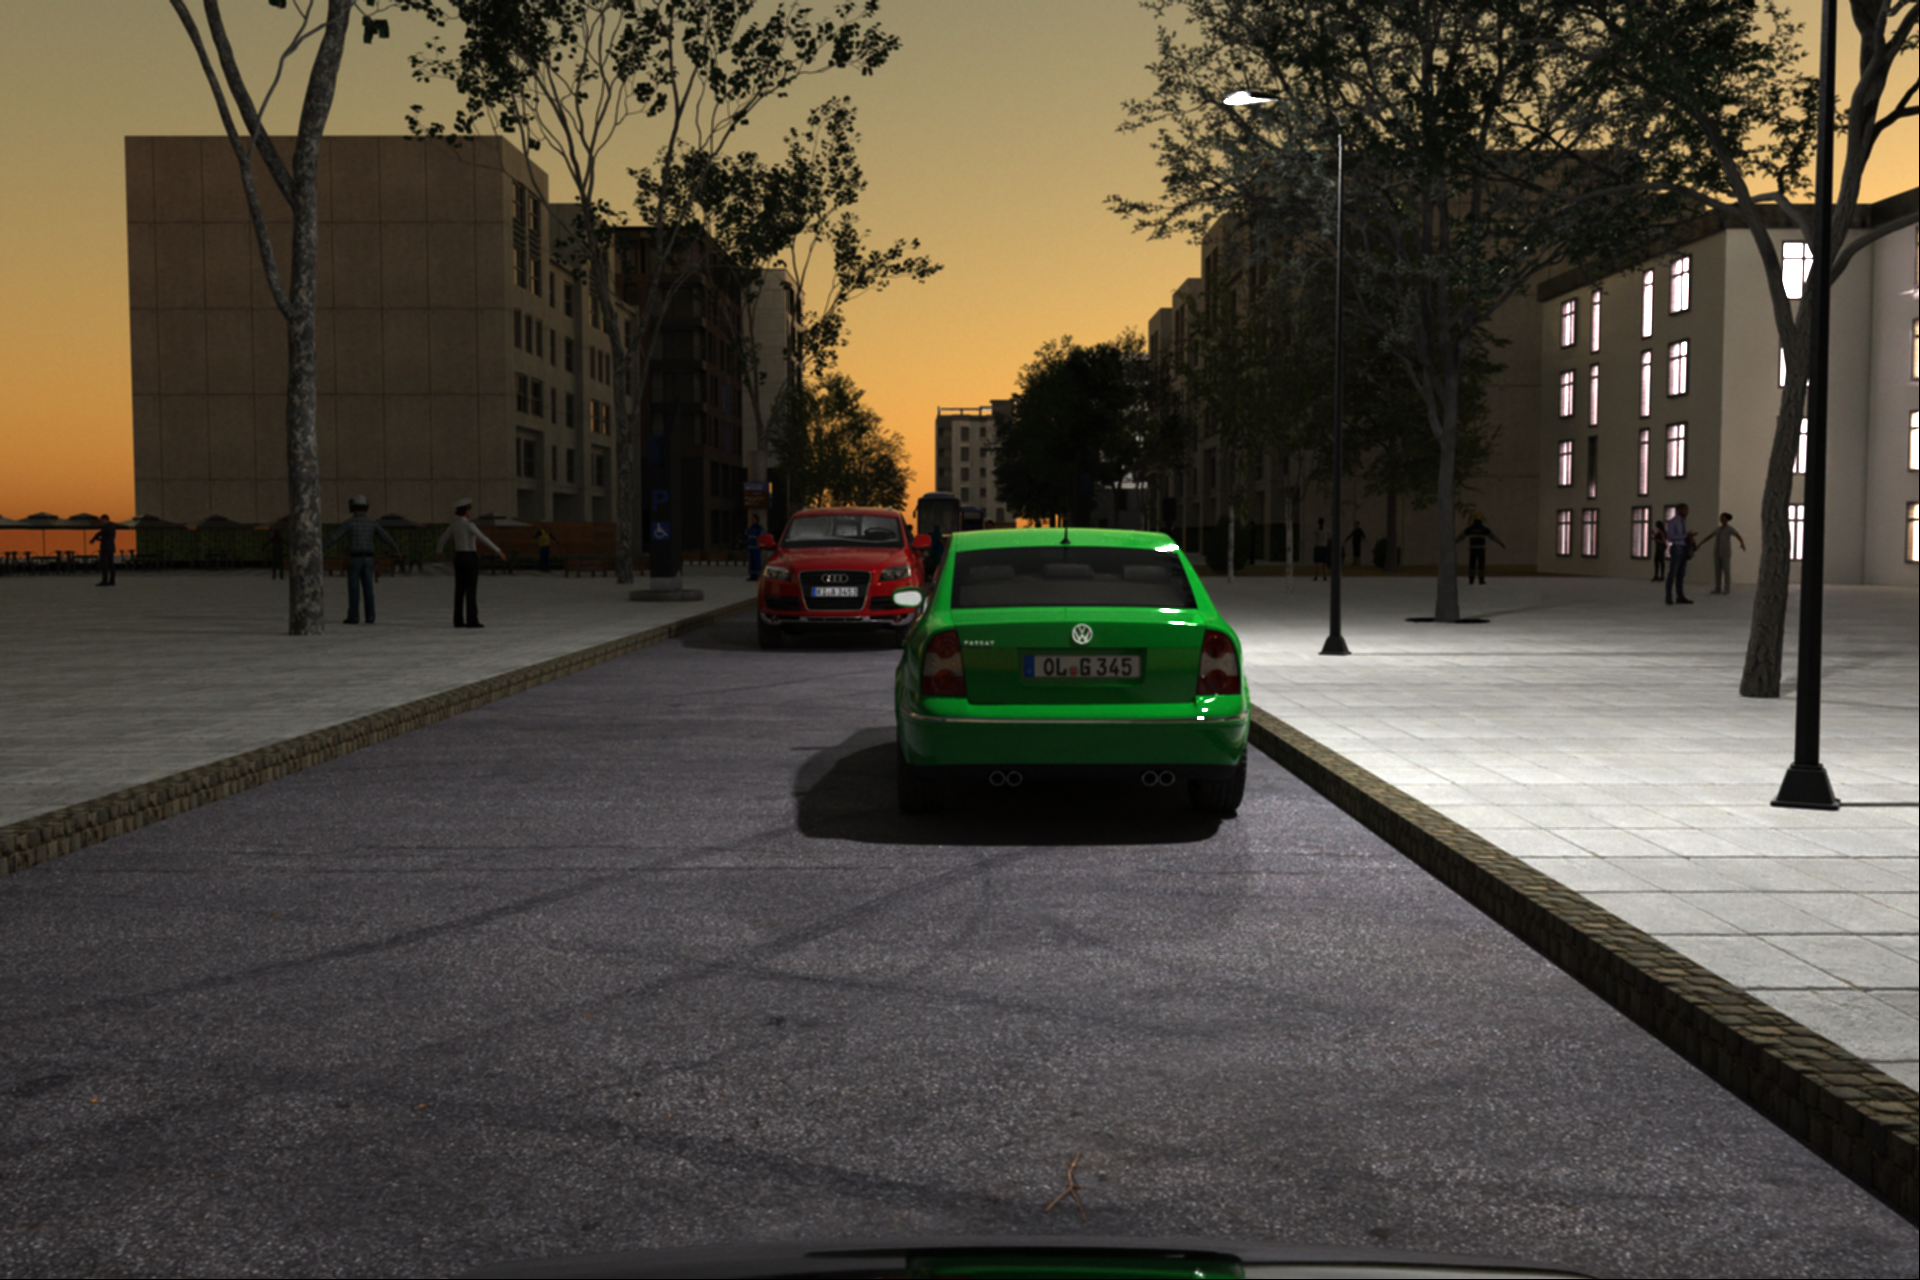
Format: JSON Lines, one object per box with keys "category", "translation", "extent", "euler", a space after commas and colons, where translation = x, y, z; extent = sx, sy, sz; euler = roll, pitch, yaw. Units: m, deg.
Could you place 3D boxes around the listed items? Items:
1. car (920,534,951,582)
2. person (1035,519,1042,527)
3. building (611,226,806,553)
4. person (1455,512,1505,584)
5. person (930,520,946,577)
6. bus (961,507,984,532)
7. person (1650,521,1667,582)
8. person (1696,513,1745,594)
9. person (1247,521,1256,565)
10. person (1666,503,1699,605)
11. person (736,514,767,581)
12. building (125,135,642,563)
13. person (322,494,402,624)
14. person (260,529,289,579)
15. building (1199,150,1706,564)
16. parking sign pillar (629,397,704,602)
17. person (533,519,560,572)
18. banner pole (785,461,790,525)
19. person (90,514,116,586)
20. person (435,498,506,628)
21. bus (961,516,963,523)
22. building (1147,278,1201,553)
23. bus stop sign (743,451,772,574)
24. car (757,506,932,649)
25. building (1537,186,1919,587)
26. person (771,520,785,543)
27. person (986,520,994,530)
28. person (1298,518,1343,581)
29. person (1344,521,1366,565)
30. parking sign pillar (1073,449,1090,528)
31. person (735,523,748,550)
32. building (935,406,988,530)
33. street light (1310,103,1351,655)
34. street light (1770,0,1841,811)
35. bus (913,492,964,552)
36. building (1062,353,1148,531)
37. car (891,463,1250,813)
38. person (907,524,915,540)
{"category": "car", "translation": [-0.388, -2.687, 53.713], "extent": [2.009, 1.686, 4.222], "euler": [0, 4, -1]}
{"category": "person", "translation": [3.043, -3.772, 67.447], "extent": [1.354, 1.856, 0.705], "euler": [0, 4, 7]}
{"category": "building", "translation": [-27.358, -17.598, 131.706], "extent": [27.936, 21.610, 32.646], "euler": [0, 4, 1]}
{"category": "person", "translation": [13.278, -2.365, 44.436], "extent": [1.351, 1.858, 0.704], "euler": [2, 4, 26]}
{"category": "person", "translation": [-0.600, -2.419, 48.132], "extent": [0.704, 1.817, 1.347], "euler": [-2, 4, -24]}
{"category": "bus", "translation": [0.729, -10.098, 156.649], "extent": [2.896, 3.916, 12.251], "euler": [0, 4, -1]}
{"category": "person", "translation": [18.812, -2.399, 46.734], "extent": [0.415, 1.643, 0.593], "euler": [-2, 4, -28]}
{"category": "person", "translation": [16.276, -1.853, 37.063], "extent": [0.721, 1.739, 1.217], "euler": [-2, 4, -29]}
{"category": "person", "translation": [12.273, -4.104, 73.033], "extent": [0.705, 1.837, 1.347], "euler": [1, 4, 20]}
{"category": "person", "translation": [13.207, -1.568, 31.549], "extent": [0.709, 1.838, 0.599], "euler": [-3, 5, -41]}
{"category": "person", "translation": [-5.642, -2.538, 47.474], "extent": [1.345, 1.831, 0.704], "euler": [3, 5, 44]}
{"category": "building", "translation": [-28.548, -13.854, 92.973], "extent": [16.747, 18.905, 31.486], "euler": [0, 4, 0]}
{"category": "person", "translation": [-8.645, -1.167, 24.916], "extent": [1.345, 1.849, 0.704], "euler": [-3, 5, -42]}
{"category": "person", "translation": [-19.417, -2.452, 49.298], "extent": [0.989, 1.438, 0.599], "euler": [-1, 4, -10]}
{"category": "building", "translation": [22.813, -13.579, 88.475], "extent": [16.747, 18.905, 31.486], "euler": [0, 3, 0]}
{"category": "parking sign pillar", "translation": [-5.687, -2.752, 33.465], "extent": [1.447, 3.967, 1.447], "euler": [0, 4, 0]}
{"category": "person", "translation": [-13.897, -3.161, 58.142], "extent": [0.721, 1.772, 1.216], "euler": [2, 4, 29]}
{"category": "banner pole", "translation": [-5.936, -4.269, 59.810], "extent": [0.401, 3.779, 0.863], "euler": [0, 4, 1]}
{"category": "person", "translation": [-21.263, -2.229, 42.941], "extent": [0.568, 1.767, 0.683], "euler": [-1, 4, -11]}
{"category": "person", "translation": [-6.746, -1.061, 23.804], "extent": [1.216, 1.778, 0.721], "euler": [2, 4, 26]}
{"category": "bus", "translation": [-1.208, -9.341, 144.268], "extent": [2.896, 3.916, 12.251], "euler": [0, 3, 0]}
{"category": "building", "translation": [24.046, -16.019, 128.369], "extent": [16.747, 18.905, 31.486], "euler": [0, 4, 0]}
{"category": "bus stop sign", "translation": [-6.443, -4.044, 55.139], "extent": [0.837, 3.901, 0.837], "euler": [0, 4, -1]}
{"category": "car", "translation": [-1.516, -0.897, 23.336], "extent": [2.281, 1.827, 5.304], "euler": [0, 4, 0]}
{"category": "building", "translation": [23.919, -6.249, 44.318], "extent": [9.099, 9.664, 28.070], "euler": [0, 3, 0]}
{"category": "person", "translation": [-6.679, -3.578, 64.729], "extent": [1.346, 1.802, 0.704], "euler": [0, 4, 3]}
{"category": "person", "translation": [0.785, -2.319, 46.553], "extent": [1.347, 1.806, 0.705], "euler": [1, 4, 18]}
{"category": "person", "translation": [9.965, -2.511, 47.883], "extent": [1.217, 1.735, 0.721], "euler": [0, 4, 6]}
{"category": "person", "translation": [16.388, -4.006, 71.634], "extent": [0.704, 1.812, 1.346], "euler": [-2, 4, -25]}
{"category": "parking sign pillar", "translation": [3.866, -4.094, 55.416], "extent": [1.447, 3.967, 1.447], "euler": [0, 4, -1]}
{"category": "person", "translation": [-10.383, -4.797, 84.574], "extent": [1.345, 1.843, 0.704], "euler": [-2, 4, -31]}
{"category": "building", "translation": [-3.115, -23.756, 247.291], "extent": [11.380, 20.090, 16.016], "euler": [0, 4, -8]}
{"category": "street light", "translation": [4.542, -2.798, 18.285], "extent": [1.470, 5.913, 1.316], "euler": [0, 4, 0]}
{"category": "street light", "translation": [4.548, -2.170, 8.021], "extent": [1.470, 5.913, 1.316], "euler": [0, 4, 0]}
{"category": "bus", "translation": [-1.237, -6.917, 104.638], "extent": [2.896, 3.916, 12.251], "euler": [0, 4, 0]}
{"category": "building", "translation": [26.283, -22.468, 211.328], "extent": [27.936, 21.610, 32.646], "euler": [0, 3, 0]}
{"category": "car", "translation": [0.549, -0.091, 10.279], "extent": [1.959, 1.807, 4.718], "euler": [0, 4, 0]}
{"category": "person", "translation": [-2.046, -3.839, 71.367], "extent": [0.704, 1.843, 1.345], "euler": [2, 4, 26]}
